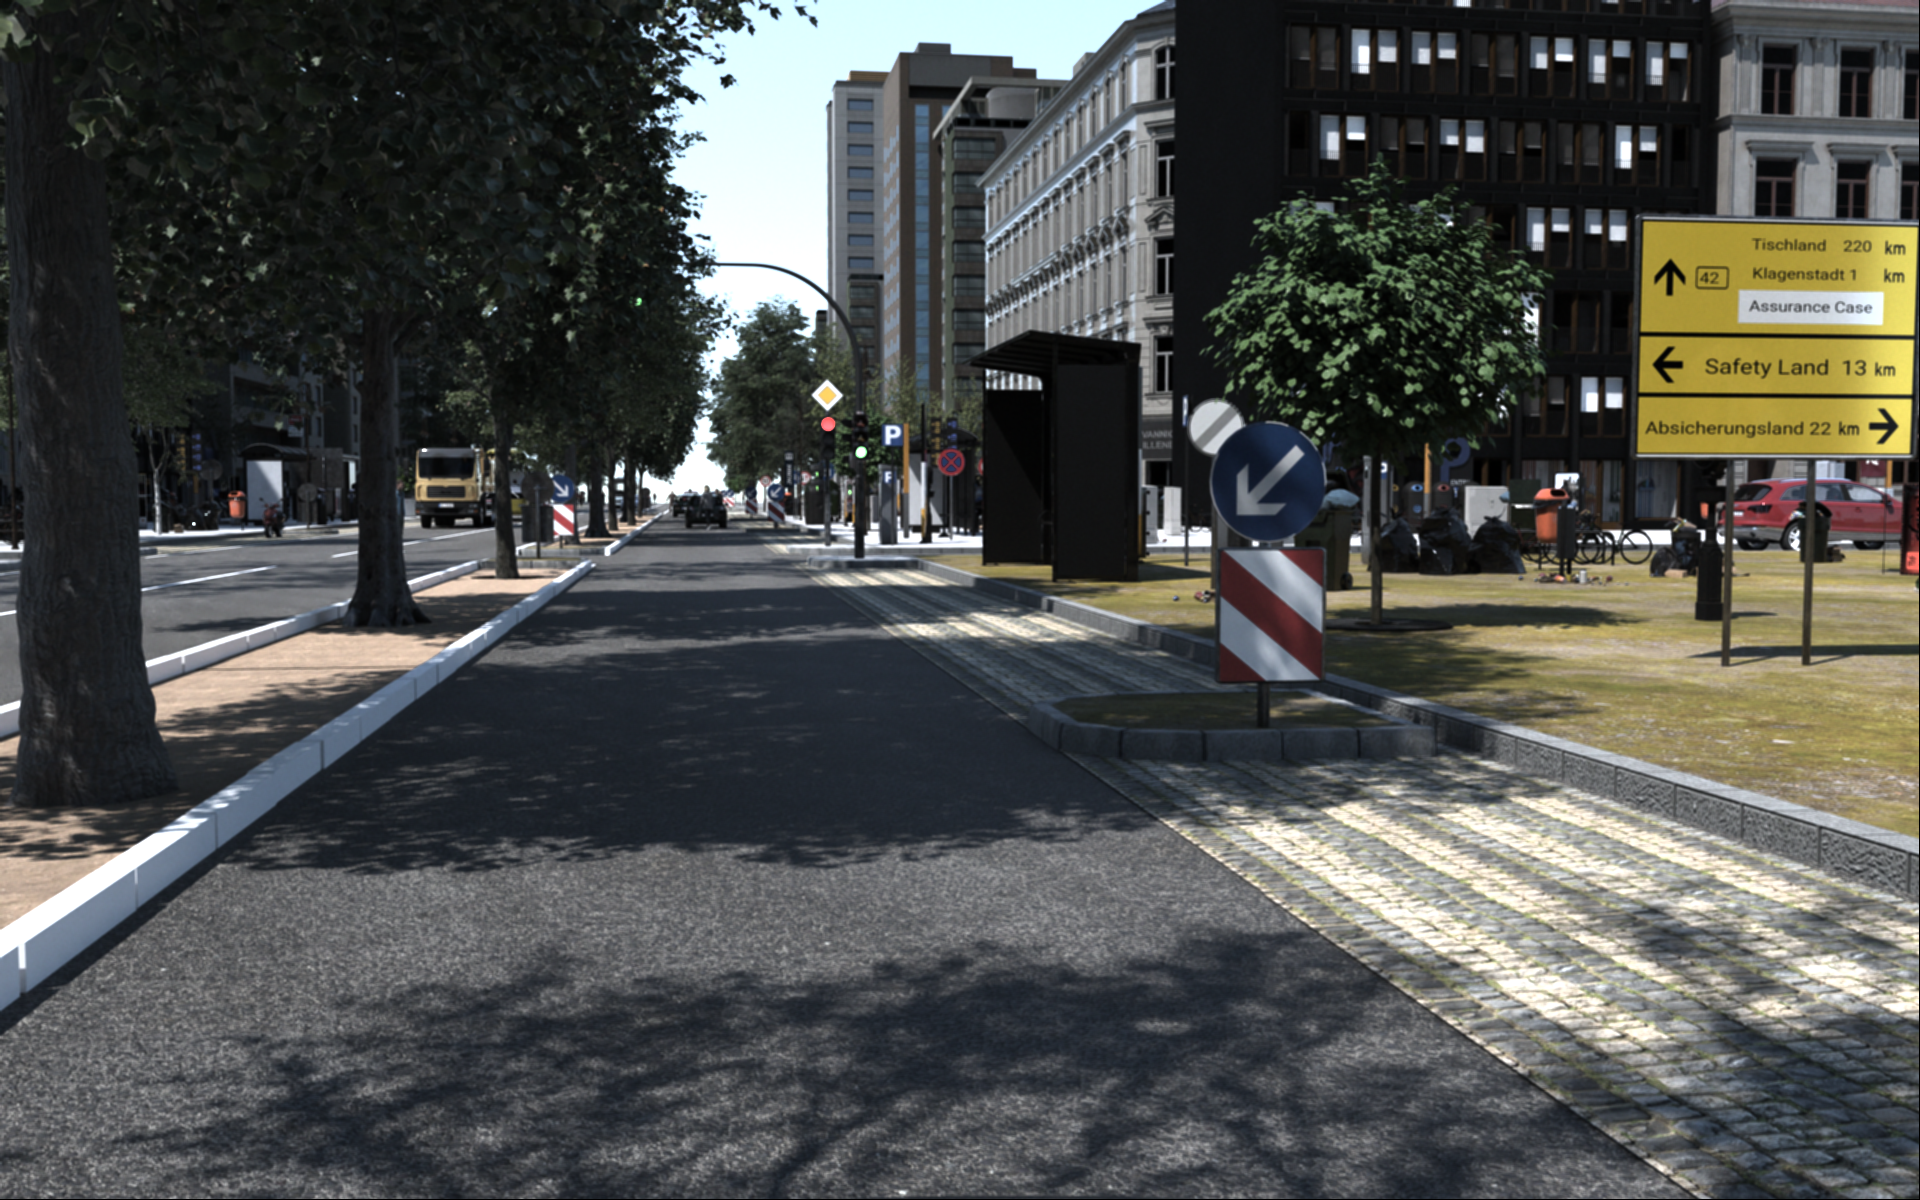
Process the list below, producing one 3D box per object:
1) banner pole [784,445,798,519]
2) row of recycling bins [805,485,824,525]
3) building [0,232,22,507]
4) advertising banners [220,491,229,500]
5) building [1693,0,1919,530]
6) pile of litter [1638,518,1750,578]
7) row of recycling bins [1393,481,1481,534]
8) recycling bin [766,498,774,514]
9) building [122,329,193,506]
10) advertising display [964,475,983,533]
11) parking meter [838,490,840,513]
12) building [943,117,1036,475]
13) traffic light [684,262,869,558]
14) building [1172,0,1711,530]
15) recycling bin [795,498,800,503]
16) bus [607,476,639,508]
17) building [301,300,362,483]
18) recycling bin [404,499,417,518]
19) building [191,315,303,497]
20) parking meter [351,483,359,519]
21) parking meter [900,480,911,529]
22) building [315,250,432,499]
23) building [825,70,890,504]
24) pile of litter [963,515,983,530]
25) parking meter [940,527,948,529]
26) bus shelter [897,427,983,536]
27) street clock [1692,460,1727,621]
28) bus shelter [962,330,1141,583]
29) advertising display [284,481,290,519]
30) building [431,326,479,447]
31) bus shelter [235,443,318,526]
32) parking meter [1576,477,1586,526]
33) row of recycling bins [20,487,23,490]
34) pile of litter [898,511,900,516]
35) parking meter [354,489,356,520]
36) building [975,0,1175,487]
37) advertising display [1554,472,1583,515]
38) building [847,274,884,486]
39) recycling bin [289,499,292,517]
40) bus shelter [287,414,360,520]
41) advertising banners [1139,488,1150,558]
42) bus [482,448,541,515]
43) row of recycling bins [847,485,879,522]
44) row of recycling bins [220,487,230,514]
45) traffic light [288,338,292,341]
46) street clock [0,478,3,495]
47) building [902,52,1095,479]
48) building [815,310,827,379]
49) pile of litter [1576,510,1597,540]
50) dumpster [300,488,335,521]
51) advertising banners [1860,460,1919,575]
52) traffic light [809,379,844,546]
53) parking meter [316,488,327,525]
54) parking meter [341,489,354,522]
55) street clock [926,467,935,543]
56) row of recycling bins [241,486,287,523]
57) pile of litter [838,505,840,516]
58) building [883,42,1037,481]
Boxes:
[{"bbox_3d":[-8.513,-5.989,87.943,0.863,3.779,0.401,-1,4,-13],"label":"banner pole"},{"bbox_3d":[-6.116,-4.084,73.887,1.069,1.692,3.534,0,4,-5],"label":"row of recycling bins"},{"bbox_3d":[-49.707,-17.929,79.036,13.634,28.700,20.117,-1,4,-9],"label":"building"},{"bbox_3d":[-40.228,-6.006,94.385,0.090,3.025,2.074,3,5,41],"label":"advertising banners"},{"bbox_3d":[35.944,-14.133,67.224,21.152,22.565,11.583,-1,4,-9],"label":"building"},{"bbox_3d":[11.537,-0.798,27.010,1.719,0.858,1.176,0,4,-3],"label":"pile of litter"},{"bbox_3d":[15.072,-2.980,55.843,3.534,1.692,1.069,0,4,1],"label":"row of recycling bins"},{"bbox_3d":[-12.308,-6.215,114.168,0.722,1.027,0.722,-3,5,-44],"label":"recycling bin"},{"bbox_3d":[-52.052,-16.374,97.391,12.332,23.373,15.834,-1,4,-9],"label":"building"},{"bbox_3d":[0.481,-3.206,57.639,0.974,1.923,0.123,3,5,42],"label":"advertising display"},{"bbox_3d":[-7.451,-5.917,105.158,0.372,1.533,0.369,0,3,0],"label":"parking meter"},{"bbox_3d":[5.469,-22.335,136.886,14.160,30.474,14.107,-1,4,-9],"label":"building"},{"bbox_3d":[-4.093,-3.634,34.080,4.771,5.953,1.251,-1,4,-9],"label":"traffic light"},{"bbox_3d":[17.457,-14.436,65.702,15.834,23.373,12.332,-1,4,-9],"label":"building"},{"bbox_3d":[-10.672,-6.220,114.259,0.722,1.027,0.722,-2,4,-29],"label":"recycling bin"},{"bbox_3d":[-33.237,-10.832,171.956,2.948,3.499,13.247,-1,4,-9],"label":"bus"},{"bbox_3d":[-66.681,-18.362,145.257,27.650,21.520,28.899,-1,4,-9],"label":"building"},{"bbox_3d":[-30.329,-5.051,95.130,0.722,1.027,0.722,-3,4,-38],"label":"recycling bin"},{"bbox_3d":[-59.435,-30.358,120.050,21.300,48.544,21.600,-1,4,-9],"label":"building"},{"bbox_3d":[-31.481,-5.168,90.211,0.399,1.863,0.255,3,5,39],"label":"parking meter"},{"bbox_3d":[-2.021,-3.579,64.231,0.399,1.863,0.255,3,5,39],"label":"parking meter"},{"bbox_3d":[-79.938,-32.125,217.125,32.217,40.220,23.993,-1,4,-9],"label":"building"},{"bbox_3d":[-8.602,-43.246,249.075,21.231,58.520,28.212,-1,4,-9],"label":"building"},{"bbox_3d":[0.807,-2.949,62.173,1.176,0.858,1.719,-2,4,-24],"label":"pile of litter"},{"bbox_3d":[-0.614,-3.596,64.498,0.399,1.863,0.255,-3,5,-41],"label":"parking meter"},{"bbox_3d":[-0.668,-3.717,54.704,2.014,3.302,5.546,-1,4,-9],"label":"bus shelter"},{"bbox_3d":[7.603,-0.792,17.525,0.358,2.002,0.471,-1,4,-11],"label":"street clock"},{"bbox_3d":[1.367,-2.247,28.014,1.731,3.624,6.357,-1,4,-9],"label":"bus shelter"},{"bbox_3d":[-34.895,-5.112,88.796,0.974,1.923,0.123,-2,4,-27],"label":"advertising display"},{"bbox_3d":[-81.913,-39.965,242.664,28.713,52.752,27.495,-1,4,-9],"label":"building"},{"bbox_3d":[-28.272,-4.766,71.853,2.014,3.302,5.546,-1,4,-9],"label":"bus shelter"},{"bbox_3d":[21.171,-3.277,59.291,0.399,1.863,0.255,0,4,5],"label":"parking meter"},{"bbox_3d":[-41.334,-4.321,77.759,1.069,1.692,3.534,-1,4,-11],"label":"row of recycling bins"},{"bbox_3d":[-3.304,-5.418,102.552,1.719,0.858,1.176,2,4,27],"label":"pile of litter"},{"bbox_3d":[-30.241,-4.748,86.048,0.372,1.533,0.369,0,3,0],"label":"parking meter"},{"bbox_3d":[12.811,-19.705,98.591,17.030,29.872,44.131,-1,4,-9],"label":"building"},{"bbox_3d":[17.610,-2.751,50.192,0.123,1.923,0.974,-2,4,-26],"label":"advertising display"},{"bbox_3d":[-8.067,-27.933,228.398,14.160,30.474,14.107,-1,4,-9],"label":"building"},{"bbox_3d":[-37.788,-5.189,97.390,0.722,1.027,0.722,2,4,24],"label":"recycling bin"},{"bbox_3d":[-33.067,-6.863,89.835,2.179,5.291,8.768,-1,4,-9],"label":"bus shelter"},{"bbox_3d":[3.058,-2.315,34.039,0.090,3.025,2.074,3,5,45],"label":"advertising banners"},{"bbox_3d":[-24.795,-6.361,95.549,2.896,3.916,12.252,-1,4,-10],"label":"bus"},{"bbox_3d":[-4.232,-4.513,80.898,1.069,1.692,3.534,2,4,28],"label":"row of recycling bins"},{"bbox_3d":[-41.169,-5.488,96.840,3.534,1.692,1.069,-2,4,-35],"label":"row of recycling bins"},{"bbox_3d":[-17.772,-4.009,40.208,4.771,5.953,1.251,-1,4,-9],"label":"traffic light"},{"bbox_3d":[-39.316,-4.044,70.688,0.471,2.002,0.358,-2,4,-26],"label":"street clock"},{"bbox_3d":[11.377,-28.432,156.744,32.217,40.220,23.993,-1,4,-9],"label":"building"},{"bbox_3d":[-15.753,-30.534,270.924,14.160,30.474,14.107,-1,4,-9],"label":"building"},{"bbox_3d":[17.251,-2.121,48.646,1.719,0.858,1.176,-3,4,-38],"label":"pile of litter"},{"bbox_3d":[-29.863,-4.570,80.476,1.264,1.857,1.865,-1,4,-9],"label":"dumpster"},{"bbox_3d":[15.119,-1.897,27.209,2.074,3.025,0.090,3,5,43],"label":"advertising banners"},{"bbox_3d":[-3.264,-3.273,42.431,0.839,4.253,0.868,-1,4,-9],"label":"traffic light"},{"bbox_3d":[-26.252,-3.842,71.222,0.372,1.533,0.369,0,3,0],"label":"parking meter"},{"bbox_3d":[-28.123,-4.333,79.257,0.372,1.533,0.369,0,3,0],"label":"parking meter"},{"bbox_3d":[-0.832,-2.512,45.646,0.358,2.002,0.471,0,4,-1],"label":"street clock"},{"bbox_3d":[-31.752,-4.400,79.046,1.069,1.692,3.534,0,4,4],"label":"row of recycling bins"},{"bbox_3d":[-5.844,-4.685,90.566,1.176,0.858,1.719,1,4,15],"label":"pile of litter"},{"bbox_3d":[-0.027,-32.049,174.113,14.600,45.320,14.200,-1,4,-9],"label":"building"}]
